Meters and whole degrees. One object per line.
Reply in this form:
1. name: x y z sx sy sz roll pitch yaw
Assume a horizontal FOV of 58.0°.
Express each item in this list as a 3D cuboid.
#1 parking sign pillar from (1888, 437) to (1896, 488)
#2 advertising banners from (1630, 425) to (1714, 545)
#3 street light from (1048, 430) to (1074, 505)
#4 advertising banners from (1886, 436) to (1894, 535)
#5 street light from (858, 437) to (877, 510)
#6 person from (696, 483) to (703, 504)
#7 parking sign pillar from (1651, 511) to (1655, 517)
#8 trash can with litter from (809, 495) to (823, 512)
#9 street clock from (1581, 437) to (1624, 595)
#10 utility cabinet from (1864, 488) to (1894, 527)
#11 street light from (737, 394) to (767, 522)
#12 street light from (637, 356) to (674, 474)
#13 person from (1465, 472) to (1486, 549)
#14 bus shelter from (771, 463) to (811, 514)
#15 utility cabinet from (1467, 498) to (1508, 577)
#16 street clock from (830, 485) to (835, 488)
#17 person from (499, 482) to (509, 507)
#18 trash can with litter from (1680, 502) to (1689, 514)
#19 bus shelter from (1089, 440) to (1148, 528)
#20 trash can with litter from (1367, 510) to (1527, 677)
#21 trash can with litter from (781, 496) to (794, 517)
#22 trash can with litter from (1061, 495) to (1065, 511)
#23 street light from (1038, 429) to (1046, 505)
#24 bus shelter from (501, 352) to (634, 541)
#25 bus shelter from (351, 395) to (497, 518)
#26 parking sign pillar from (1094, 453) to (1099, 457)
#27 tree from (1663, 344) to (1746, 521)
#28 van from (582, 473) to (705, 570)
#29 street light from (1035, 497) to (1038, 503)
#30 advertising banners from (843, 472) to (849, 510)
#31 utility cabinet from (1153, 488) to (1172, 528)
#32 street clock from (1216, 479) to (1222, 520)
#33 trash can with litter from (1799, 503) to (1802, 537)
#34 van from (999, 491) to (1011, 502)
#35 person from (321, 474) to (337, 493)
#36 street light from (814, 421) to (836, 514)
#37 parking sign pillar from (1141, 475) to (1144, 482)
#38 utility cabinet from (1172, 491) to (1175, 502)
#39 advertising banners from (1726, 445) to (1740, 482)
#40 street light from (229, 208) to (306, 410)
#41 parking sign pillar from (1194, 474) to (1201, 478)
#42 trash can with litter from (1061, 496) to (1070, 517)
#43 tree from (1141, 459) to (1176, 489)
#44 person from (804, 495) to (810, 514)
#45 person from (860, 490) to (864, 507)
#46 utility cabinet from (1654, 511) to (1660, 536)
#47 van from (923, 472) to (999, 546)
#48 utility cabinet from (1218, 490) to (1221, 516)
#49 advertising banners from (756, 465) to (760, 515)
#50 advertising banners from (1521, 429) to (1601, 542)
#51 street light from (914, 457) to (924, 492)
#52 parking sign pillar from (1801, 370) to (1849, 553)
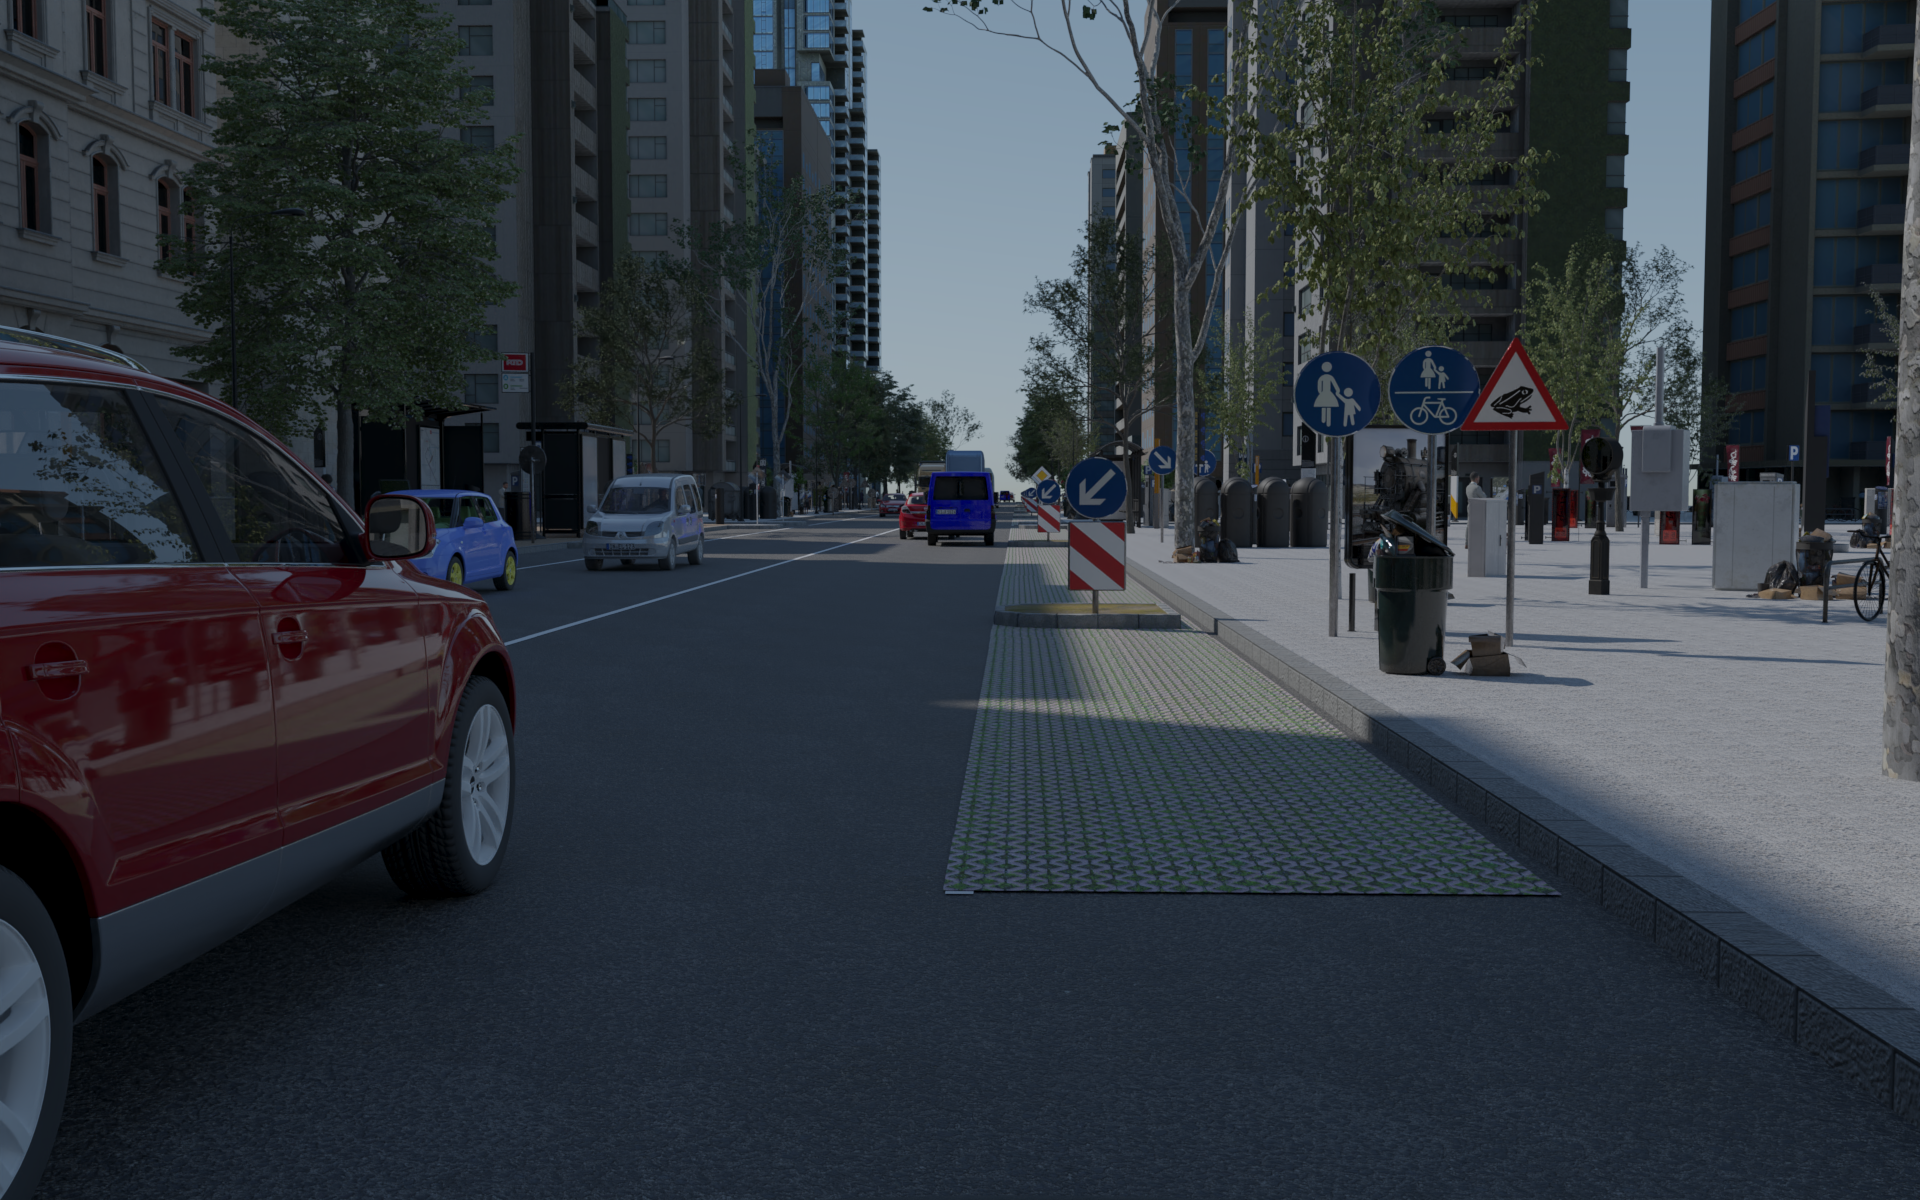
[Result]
1. parking sign pillar: 44.865 -5.772 82.850 1.447 3.967 1.447 -3 5 -41
2. advertising banners: 18.006 -2.912 43.800 2.074 3.025 0.090 1 4 14
3. street light: 5.626 -7.442 94.220 1.470 5.913 1.316 0 4 2
4. advertising banners: 27.802 -3.388 51.589 0.090 3.025 2.074 1 4 17
5. street light: -7.635 -10.309 141.085 1.470 5.913 1.316 0 4 2
6. person: -12.376 -4.600 81.436 0.590 1.801 0.661 1 4 14
7. parking sign pillar: 39.093 -6.664 97.435 1.447 3.967 1.447 1 4 21
8. trash can with litter: -10.251 -7.022 125.868 1.678 1.210 2.233 -1 4 -9
9. street clock: 8.155 -1.069 22.043 0.358 2.002 0.471 -3 4 -36
10. utility cabinet: 35.844 -3.586 67.317 1.173 1.500 0.318 1 4 16
11. street light: -9.655 -6.603 80.498 1.470 5.913 1.316 0 4 2
12. street light: -10.338 -5.263 58.593 1.470 5.913 1.316 0 4 2
13. person: 12.052 -2.090 40.397 0.466 1.800 0.511 -2 4 -30
14. bus shelter: -11.181 -7.415 115.158 2.014 3.302 5.546 0 4 2
15. utility cabinet: 8.261 -0.975 27.100 0.306 1.237 1.020 2 4 35
16. street clock: -9.688 -7.807 132.218 0.471 2.002 0.358 -3 5 -42
17. person: -18.880 -4.023 72.002 0.466 1.800 0.511 1 4 19
18. trash can with litter: 45.251 -6.063 110.182 2.233 1.210 1.678 -1 4 -11
19. bus shelter: 6.152 -4.516 67.757 2.014 3.302 5.546 0 4 2
20. trash can with litter: 3.482 -0.063 12.414 1.055 1.170 0.624 0 4 7
21. trash can with litter: -9.722 -5.248 97.197 0.624 1.170 1.055 1 4 14
22. trash can with litter: 8.316 -7.343 131.118 2.233 1.210 1.678 3 4 37
23. street light: 6.569 -9.295 124.516 1.470 5.913 1.316 0 4 2
24. bus shelter: -11.796 -4.533 51.746 2.179 5.291 8.768 0 4 2
25. bus shelter: -13.587 -3.240 44.251 1.731 3.624 6.357 0 4 2
26. parking sign pillar: 8.303 -7.538 111.726 1.447 3.967 1.447 -1 4 -11
27. tree: 35.102 -8.127 83.234 4.360 8.622 3.978 0 3 0
28. van: -6.140 -1.642 33.855 2.013 2.044 4.112 0 4 3
29. street light: 7.651 -11.148 154.807 1.470 5.913 1.316 0 4 2
30. advertising banners: -9.659 -8.595 136.719 2.074 3.025 0.090 1 4 23
31. utility cabinet: 7.599 -3.470 65.418 0.318 1.500 1.173 -1 4 -9
32. street clock: 12.714 -4.960 85.665 0.471 2.002 0.358 0 4 6
33. trash can with litter: 25.038 -2.445 51.364 0.624 1.170 1.055 0 4 -2
34. van: 7.701 -18.021 299.032 2.240 2.365 5.245 0 4 0
35. person: -13.715 -1.893 37.839 0.643 1.720 0.563 0 4 -4
36. street light: -8.643 -8.456 110.792 1.470 5.913 1.316 0 4 2
37. parking sign pillar: 13.957 -8.903 134.042 1.447 3.967 1.447 -3 5 -42
38. utility cabinet: 13.802 -6.376 112.933 0.318 1.500 1.173 2 4 23
39. advertising banners: 27.854 -3.958 60.901 0.090 3.025 2.074 -2 4 -33
40. street light: -11.319 -3.410 28.299 1.470 5.913 1.316 0 4 2
41. parking sign pillar: 15.007 -7.580 112.400 1.447 3.967 1.447 1 4 10
42. trash can with litter: 6.230 -5.217 96.685 1.055 1.170 0.624 -1 4 -15
43. tree: 14.344 -8.589 124.147 4.285 4.588 4.351 0 3 0
44. person: -9.871 -6.183 111.801 0.362 1.253 0.373 -1 4 -20
45. person: -9.614 -9.964 169.873 0.530 1.710 0.541 -2 4 -30
46. utility cabinet: 21.484 -2.711 53.006 0.318 1.500 1.173 1 4 15
47. van: 0.025 -2.771 49.692 2.240 2.365 5.245 0 3 0
48. utility cabinet: 15.085 -5.471 98.129 0.318 1.500 1.173 -2 4 -32
49. advertising banners: -11.852 -6.582 103.807 0.090 3.025 2.074 -2 4 -25
50. advertising banners: 16.284 -3.106 46.964 2.074 3.025 0.090 3 4 37
51. street light: -5.155 -14.965 217.223 1.470 5.913 1.316 0 4 2
52. parking sign pillar: 18.928 -3.050 38.339 1.447 3.967 1.447 2 4 24
